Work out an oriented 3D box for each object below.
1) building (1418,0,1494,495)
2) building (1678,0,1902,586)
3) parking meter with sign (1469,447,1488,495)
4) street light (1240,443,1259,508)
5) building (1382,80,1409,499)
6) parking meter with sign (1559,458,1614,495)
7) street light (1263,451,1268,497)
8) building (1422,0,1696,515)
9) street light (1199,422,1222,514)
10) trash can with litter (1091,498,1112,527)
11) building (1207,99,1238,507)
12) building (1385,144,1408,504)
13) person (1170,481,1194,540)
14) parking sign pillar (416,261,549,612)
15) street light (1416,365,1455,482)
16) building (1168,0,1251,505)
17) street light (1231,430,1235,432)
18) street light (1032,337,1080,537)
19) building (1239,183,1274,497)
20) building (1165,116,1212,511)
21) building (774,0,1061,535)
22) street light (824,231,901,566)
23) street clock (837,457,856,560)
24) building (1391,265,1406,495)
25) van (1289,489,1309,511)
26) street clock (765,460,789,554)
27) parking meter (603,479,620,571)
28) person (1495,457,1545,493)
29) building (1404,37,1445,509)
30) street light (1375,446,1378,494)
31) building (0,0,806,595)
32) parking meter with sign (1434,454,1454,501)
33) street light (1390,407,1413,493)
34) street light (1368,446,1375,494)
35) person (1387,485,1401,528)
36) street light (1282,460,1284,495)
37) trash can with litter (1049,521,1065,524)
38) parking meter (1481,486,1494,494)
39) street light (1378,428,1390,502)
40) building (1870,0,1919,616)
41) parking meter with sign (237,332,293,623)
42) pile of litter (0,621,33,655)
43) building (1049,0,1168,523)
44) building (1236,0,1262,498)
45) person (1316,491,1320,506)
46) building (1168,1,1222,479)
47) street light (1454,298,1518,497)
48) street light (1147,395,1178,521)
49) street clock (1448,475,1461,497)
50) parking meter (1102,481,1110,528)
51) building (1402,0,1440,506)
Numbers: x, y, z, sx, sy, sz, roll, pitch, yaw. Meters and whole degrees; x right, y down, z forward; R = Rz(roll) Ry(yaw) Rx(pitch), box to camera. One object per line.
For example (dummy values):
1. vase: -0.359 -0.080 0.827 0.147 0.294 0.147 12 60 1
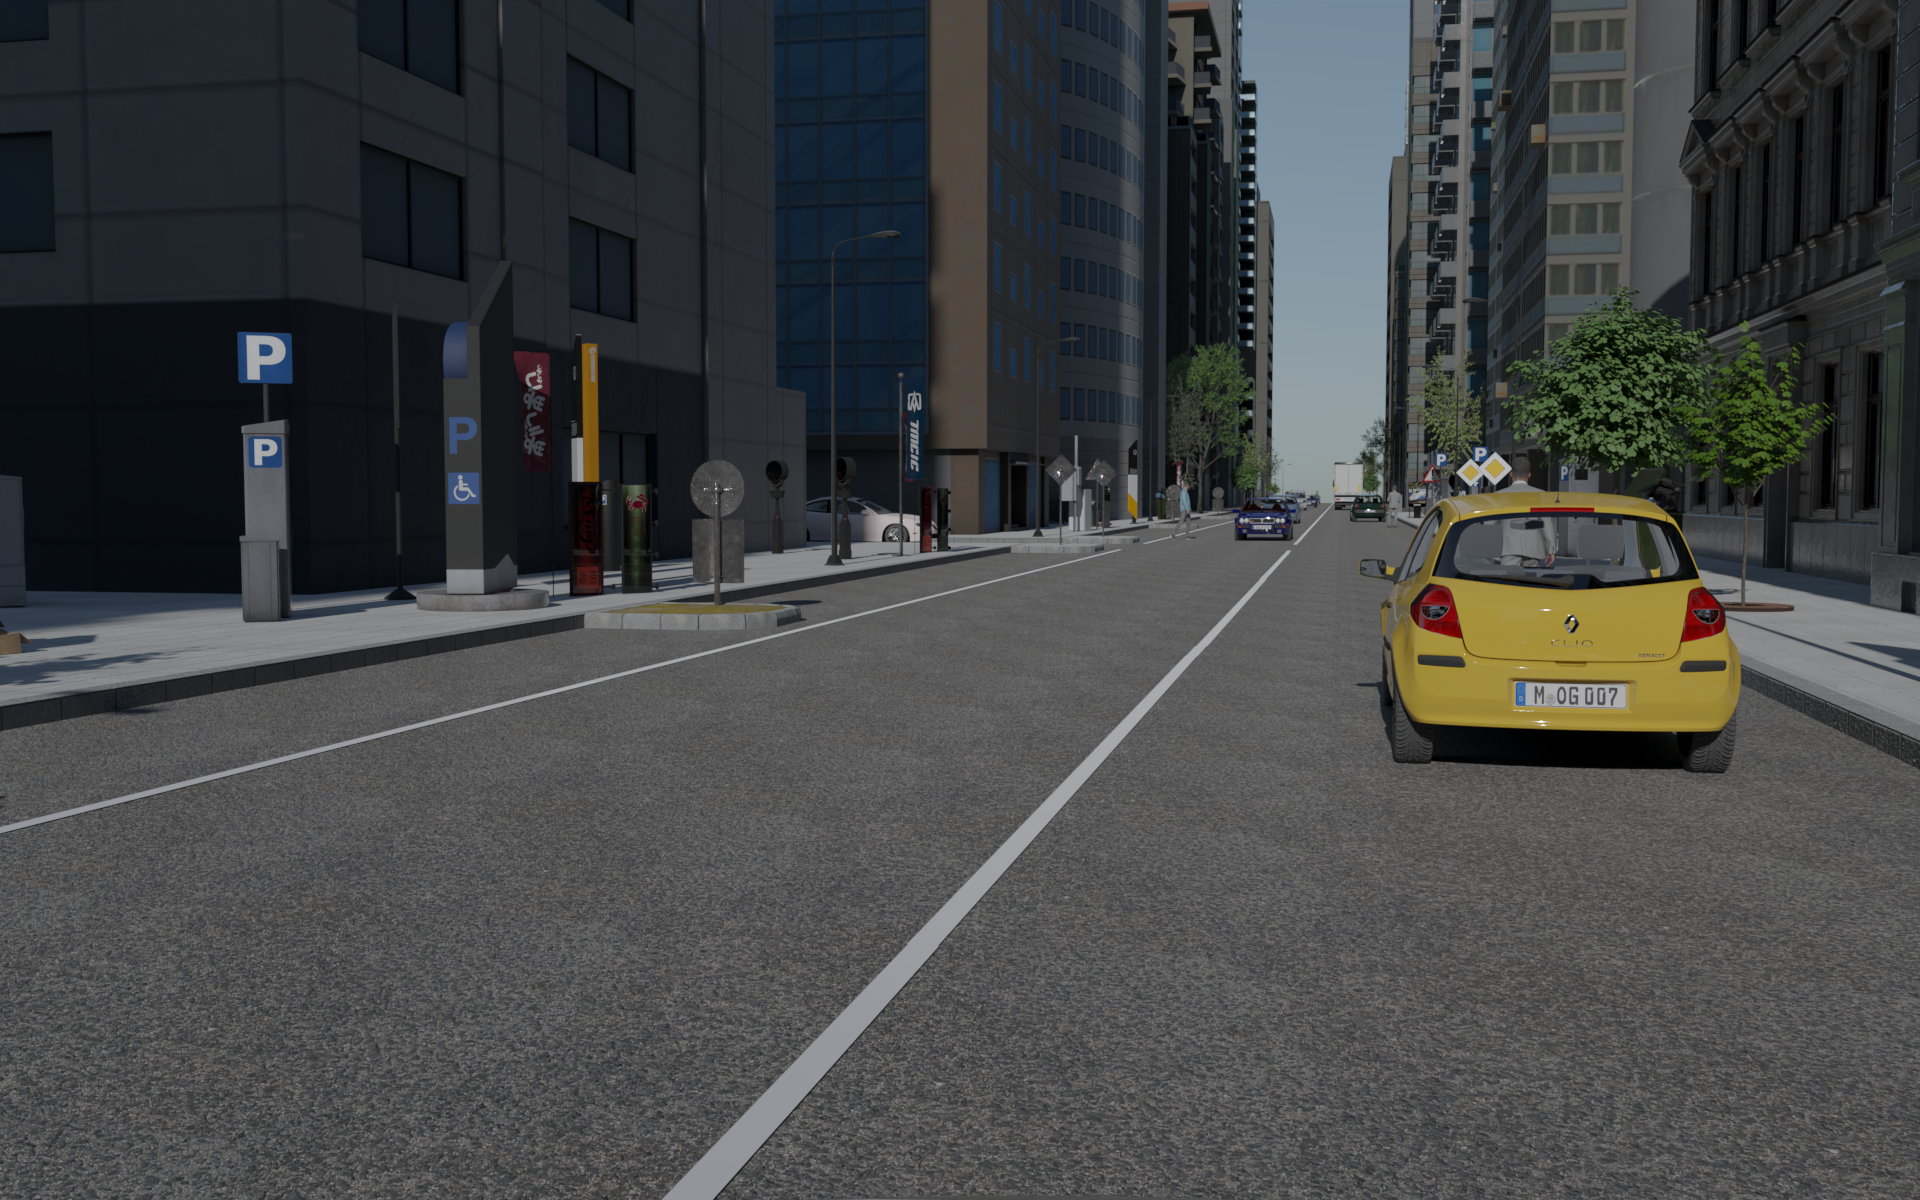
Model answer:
1. building: 48.495 -31.494 134.533 23.786 49.044 30.456 1 4 12
2. building: 18.449 -9.978 27.770 10.561 19.102 19.286 1 4 12
3. parking meter with sign: 19.379 -4.203 64.986 0.543 3.016 1.738 1 4 8
4. street light: 26.012 -11.248 156.452 1.470 5.913 1.316 1 4 12
5. building: 75.454 -57.846 258.454 22.319 86.520 31.000 1 4 12
6. parking meter with sign: 12.551 -2.381 35.186 1.738 3.016 0.543 -1 4 -12
7. street light: 32.543 -13.108 186.854 1.470 5.913 1.316 1 4 12
8. building: 43.997 -24.974 100.199 32.217 40.220 23.993 1 4 12
9. street light: 16.134 -8.502 111.548 1.470 5.913 1.316 1 4 12
10. trash can with litter: 5.424 -3.468 68.086 1.055 1.170 0.624 -1 4 -19
11. building: 20.189 -30.092 175.605 14.154 41.232 14.086 1 4 12
12. building: 68.792 -37.314 233.792 21.300 48.544 21.600 1 4 12
13. person: 7.028 -2.826 54.561 0.748 1.841 0.638 1 4 21
14. parking sign pillar: -5.388 -1.896 19.465 1.447 3.967 1.447 0 4 2
15. street light: 17.274 -5.483 62.186 1.470 5.913 1.316 1 4 12
16. building: 26.928 -47.854 220.667 20.563 71.187 20.611 1 4 12
17. street light: 19.280 -9.400 126.228 1.470 5.913 1.316 1 4 12
18. street light: 2.866 -4.837 51.619 1.470 5.913 1.316 1 4 12
19. building: 37.989 -39.668 272.278 21.300 48.544 21.600 1 4 12
20. building: 11.769 -22.139 133.679 14.160 30.474 14.107 1 4 12
21. building: -4.381 -25.124 60.885 14.600 45.320 14.200 1 4 12
22. street light: -1.728 -3.564 30.818 1.470 5.913 1.316 1 4 12
23. street clock: -2.256 -1.799 33.991 0.358 2.002 0.471 -3 4 -39
24. building: 61.603 -27.277 217.676 14.160 30.474 14.107 1 4 12
25. van: 29.552 -8.846 151.635 2.013 2.044 4.112 1 4 11
26. street clock: -3.917 -1.991 37.130 0.471 2.002 0.358 2 4 32
27. parking meter: -5.854 -1.249 28.837 0.372 1.533 0.369 0 3 0
28. person: 5.401 -0.488 16.753 0.678 1.792 0.850 1 4 16
29. building: 47.924 -28.995 157.657 14.154 41.232 14.086 1 4 12
30. street light: 33.421 -9.974 135.623 1.470 5.913 1.316 1 4 12
31. building: -15.967 -36.312 31.952 20.611 71.187 20.563 1 4 12
32. parking meter with sign: 20.820 -4.738 73.732 0.543 3.016 1.738 -1 4 -10
33. street light: 23.871 -7.336 92.482 1.470 5.913 1.316 1 4 12
34. street light: 40.128 -11.834 166.027 1.470 5.913 1.316 1 4 12
35. person: 18.495 -3.990 73.937 0.606 1.804 0.583 0 4 -8
36. street light: 43.744 -16.203 237.463 1.470 5.913 1.316 1 4 12
37. trash can with litter: 3.853 -3.884 74.556 2.233 1.210 1.678 2 4 31
38. parking meter: 16.033 -2.710 52.715 0.372 1.533 0.369 0 3 0
39. street light: 30.517 -9.168 122.444 1.470 5.913 1.316 1 4 12
40. building: 13.143 -9.814 9.611 9.793 20.994 18.267 1 4 12
41. parking meter with sign: -7.236 -1.331 18.021 0.543 3.016 1.738 -1 4 -19
42. pile of litter: -8.086 0.003 13.921 1.176 0.858 1.719 0 4 -5
43. building: -1.101 -33.493 89.611 21.231 58.520 28.212 1 4 12
44. building: 32.144 -57.049 245.427 22.319 86.520 31.000 1 4 12
45. person: 43.295 -12.317 209.867 0.705 1.826 1.348 0 4 -5
46. building: 11.672 -30.618 155.225 22.147 44.769 28.867 1 4 12
47. street light: 12.568 -4.188 41.007 1.470 5.913 1.316 1 4 12
48. street light: 9.529 -6.669 81.577 1.470 5.913 1.316 1 4 12
49. street clock: 18.433 -3.669 64.560 0.358 2.002 0.471 -2 4 -24
50. parking meter: 5.473 -3.617 64.845 0.255 1.863 0.399 0 4 -5
51. building: 56.477 -38.846 177.135 21.231 58.520 28.212 1 4 12
